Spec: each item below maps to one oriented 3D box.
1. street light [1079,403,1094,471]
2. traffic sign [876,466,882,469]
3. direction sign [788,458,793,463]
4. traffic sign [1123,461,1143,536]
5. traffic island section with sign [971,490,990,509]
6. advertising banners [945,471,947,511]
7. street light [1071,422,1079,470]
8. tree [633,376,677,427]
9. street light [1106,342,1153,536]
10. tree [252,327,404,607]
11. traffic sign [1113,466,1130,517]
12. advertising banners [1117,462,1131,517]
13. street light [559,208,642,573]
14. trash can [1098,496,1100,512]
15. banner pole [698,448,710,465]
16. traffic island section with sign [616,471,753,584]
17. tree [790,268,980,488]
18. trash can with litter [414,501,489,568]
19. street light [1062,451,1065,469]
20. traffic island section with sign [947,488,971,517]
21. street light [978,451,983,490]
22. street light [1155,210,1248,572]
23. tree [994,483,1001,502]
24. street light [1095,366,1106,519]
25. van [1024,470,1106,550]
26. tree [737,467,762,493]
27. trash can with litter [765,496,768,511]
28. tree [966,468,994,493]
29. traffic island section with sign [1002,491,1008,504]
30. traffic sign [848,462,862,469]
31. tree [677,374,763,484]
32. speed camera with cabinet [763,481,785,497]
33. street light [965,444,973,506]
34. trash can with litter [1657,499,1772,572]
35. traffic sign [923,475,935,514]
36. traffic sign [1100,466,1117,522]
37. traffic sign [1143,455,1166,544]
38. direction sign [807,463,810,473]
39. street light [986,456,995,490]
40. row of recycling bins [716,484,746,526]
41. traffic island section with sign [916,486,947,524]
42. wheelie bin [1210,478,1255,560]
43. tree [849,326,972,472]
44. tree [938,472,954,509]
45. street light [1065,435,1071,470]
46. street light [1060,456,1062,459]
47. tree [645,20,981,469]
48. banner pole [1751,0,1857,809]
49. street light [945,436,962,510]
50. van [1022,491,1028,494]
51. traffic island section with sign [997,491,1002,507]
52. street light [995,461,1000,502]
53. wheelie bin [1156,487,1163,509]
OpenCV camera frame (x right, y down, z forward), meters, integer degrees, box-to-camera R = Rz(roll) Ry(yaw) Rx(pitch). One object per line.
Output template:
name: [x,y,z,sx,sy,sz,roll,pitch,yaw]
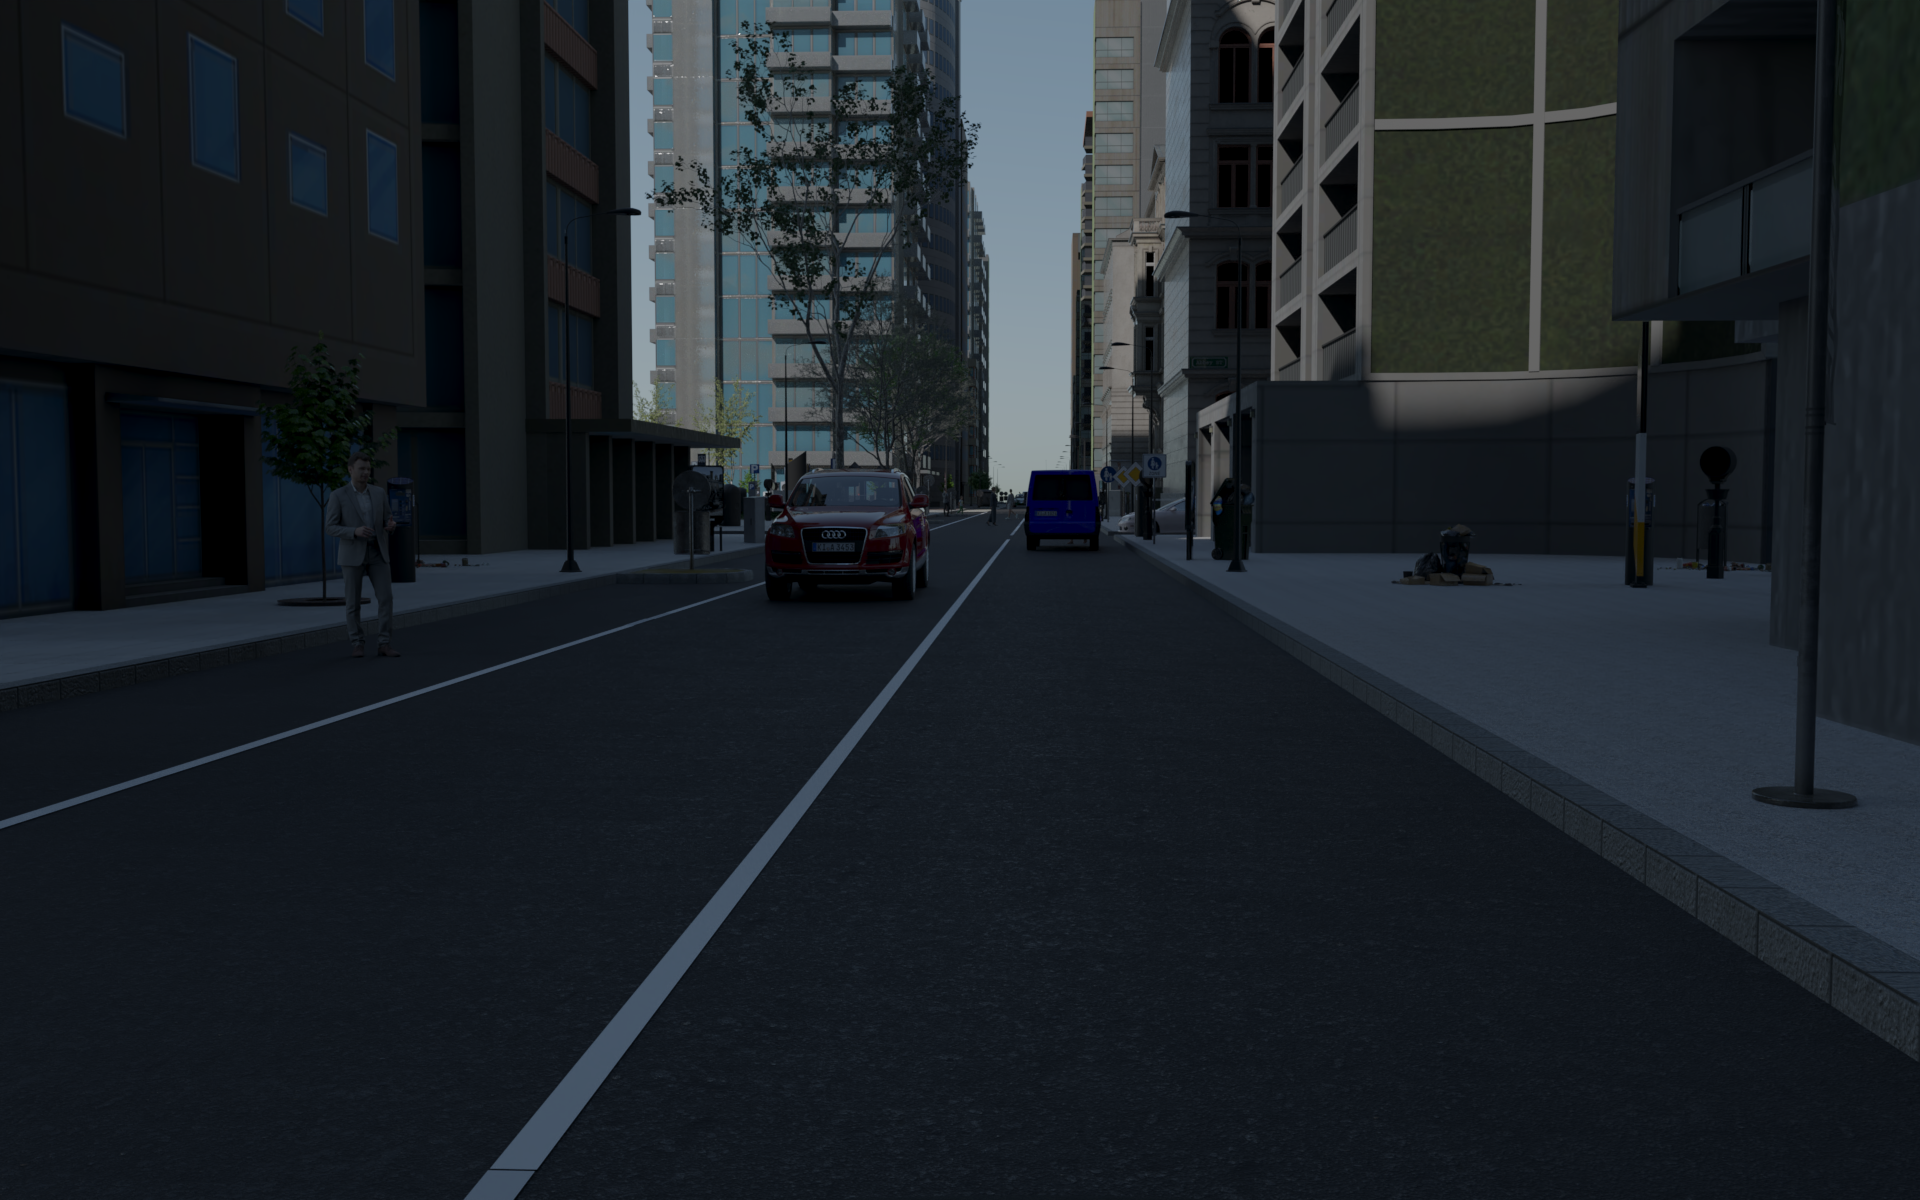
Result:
street light: [6.915,-7.063,88.014,1.470,5.913,1.316,0,4,3]
traffic sign: [-2.866,-3.539,61.501,0.795,2.450,0.064,0,4,3]
direction sign: [-10.461,-7.167,109.182,0.876,3.537,0.379,-3,5,-42]
traffic sign: [5.380,-3.024,53.088,0.795,2.450,0.064,0,4,3]
traffic island section with sign: [1.914,-9.318,160.984,1.989,1.847,2.006,0,4,3]
advertising banners: [-1.011,-8.169,129.748,0.090,3.025,2.074,0,4,7]
street light: [8.095,-8.533,112.053,1.470,5.913,1.316,0,4,3]
tree: [-19.223,-9.602,107.361,4.737,8.622,4.395,0,3,0]
street light: [5.315,-4.924,53.041,1.470,5.913,1.316,0,4,3]
tree: [-7.324,-1.568,20.233,1.663,3.219,1.824,0,3,0]
traffic sign: [5.767,-3.512,61.063,0.795,2.450,0.064,0,4,3]
advertising banners: [9.055,-6.098,95.891,0.090,3.025,2.074,2,4,25]
street light: [-5.864,-3.409,28.273,1.470,5.913,1.316,0,4,3]
trash can: [9.348,-6.340,115.319,0.748,1.137,0.748,0,3,0]
banner pole: [-13.879,-6.376,94.270,0.863,3.779,0.401,-1,4,-18]
traffic island section with sign: [-4.489,-1.226,28.667,1.989,1.847,2.006,0,4,3]
tree: [-4.099,-11.299,95.100,12.009,13.543,11.850,0,3,0]
trash can with litter: [-9.359,-1.186,30.444,2.233,1.210,1.678,-2,4,-29]
street light: [10.615,-11.686,163.598,1.470,5.913,1.316,0,4,3]
traffic island section with sign: [-0.495,-6.269,111.126,1.989,1.847,2.006,0,4,3]
street light: [1.746,-13.099,186.712,1.470,5.913,1.316,0,4,3]
street light: [4.039,-3.423,28.513,1.470,5.913,1.316,0,4,3]
tree: [6.182,-18.481,296.769,1.663,3.219,1.824,0,3,0]
street light: [5.743,-5.538,63.090,1.470,5.913,1.316,0,4,3]
van: [2.747,-2.533,45.799,2.240,2.365,5.245,0,4,4]
tree: [-15.135,-7.894,123.664,1.663,3.219,1.824,0,3,0]
trash can with litter: [-9.958,-4.940,91.821,1.678,1.210,2.233,2,4,33]
tree: [2.449,-14.082,213.946,4.285,4.588,4.351,0,3,0]
traffic island section with sign: [5.909,-14.346,243.184,1.989,1.847,2.006,0,4,3]
traffic sign: [-3.253,-3.051,53.525,0.795,2.450,0.064,0,4,3]
tree: [-14.207,-9.495,105.599,4.737,8.622,4.395,0,3,0]
speed camera with cabinet: [-12.796,-7.787,121.653,2.038,3.252,0.660,1,4,19]
street light: [0.560,-11.592,162.063,1.470,5.913,1.316,0,4,3]
trash can with litter: [12.942,-1.103,29.091,1.678,1.210,2.233,-3,4,-37]
traffic sign: [-2.045,-6.945,113.650,0.768,2.556,0.104,1,4,10]
traffic sign: [6.727,-4.798,78.553,0.768,2.556,0.104,0,4,6]
traffic sign: [4.959,-2.572,44.175,0.606,2.300,0.079,1,4,9]
direction sign: [-11.223,-8.339,128.335,0.379,3.537,0.876,1,4,10]
street light: [3.415,-15.201,221.078,1.470,5.913,1.316,0,4,3]
row of recycling bins: [-10.425,-3.762,68.619,3.534,1.692,1.069,-1,4,-23]
traffic island section with sign: [-1.795,-4.618,84.135,1.989,1.847,2.006,0,4,3]
wheelie bin: [5.332,-1.580,33.746,0.693,1.594,0.980,3,4,37]
tree: [-3.081,-11.006,105.701,9.928,11.665,9.643,0,3,0]
tree: [-0.944,-9.571,151.082,1.663,3.219,1.824,0,3,0]
street light: [9.455,-10.215,139.559,1.470,5.913,1.316,0,4,3]
street light: [11.785,-13.156,187.638,1.470,5.913,1.316,0,4,3]
tree: [-6.393,-13.175,71.302,12.611,20.169,13.585,0,3,0]
banner pole: [3.653,-1.058,7.318,0.401,3.779,0.863,2,4,33]
street light: [-0.560,-10.121,138.021,1.470,5.913,1.316,0,4,3]
van: [9.817,-15.135,254.460,2.013,2.044,4.112,0,4,2]
traffic island section with sign: [3.255,-10.997,188.431,1.989,1.847,2.006,0,4,3]
street light: [4.569,-16.684,245.328,1.470,5.913,1.316,0,4,3]
wheelie bin: [8.815,-4.315,78.457,0.980,1.594,0.693,0,4,-5]
